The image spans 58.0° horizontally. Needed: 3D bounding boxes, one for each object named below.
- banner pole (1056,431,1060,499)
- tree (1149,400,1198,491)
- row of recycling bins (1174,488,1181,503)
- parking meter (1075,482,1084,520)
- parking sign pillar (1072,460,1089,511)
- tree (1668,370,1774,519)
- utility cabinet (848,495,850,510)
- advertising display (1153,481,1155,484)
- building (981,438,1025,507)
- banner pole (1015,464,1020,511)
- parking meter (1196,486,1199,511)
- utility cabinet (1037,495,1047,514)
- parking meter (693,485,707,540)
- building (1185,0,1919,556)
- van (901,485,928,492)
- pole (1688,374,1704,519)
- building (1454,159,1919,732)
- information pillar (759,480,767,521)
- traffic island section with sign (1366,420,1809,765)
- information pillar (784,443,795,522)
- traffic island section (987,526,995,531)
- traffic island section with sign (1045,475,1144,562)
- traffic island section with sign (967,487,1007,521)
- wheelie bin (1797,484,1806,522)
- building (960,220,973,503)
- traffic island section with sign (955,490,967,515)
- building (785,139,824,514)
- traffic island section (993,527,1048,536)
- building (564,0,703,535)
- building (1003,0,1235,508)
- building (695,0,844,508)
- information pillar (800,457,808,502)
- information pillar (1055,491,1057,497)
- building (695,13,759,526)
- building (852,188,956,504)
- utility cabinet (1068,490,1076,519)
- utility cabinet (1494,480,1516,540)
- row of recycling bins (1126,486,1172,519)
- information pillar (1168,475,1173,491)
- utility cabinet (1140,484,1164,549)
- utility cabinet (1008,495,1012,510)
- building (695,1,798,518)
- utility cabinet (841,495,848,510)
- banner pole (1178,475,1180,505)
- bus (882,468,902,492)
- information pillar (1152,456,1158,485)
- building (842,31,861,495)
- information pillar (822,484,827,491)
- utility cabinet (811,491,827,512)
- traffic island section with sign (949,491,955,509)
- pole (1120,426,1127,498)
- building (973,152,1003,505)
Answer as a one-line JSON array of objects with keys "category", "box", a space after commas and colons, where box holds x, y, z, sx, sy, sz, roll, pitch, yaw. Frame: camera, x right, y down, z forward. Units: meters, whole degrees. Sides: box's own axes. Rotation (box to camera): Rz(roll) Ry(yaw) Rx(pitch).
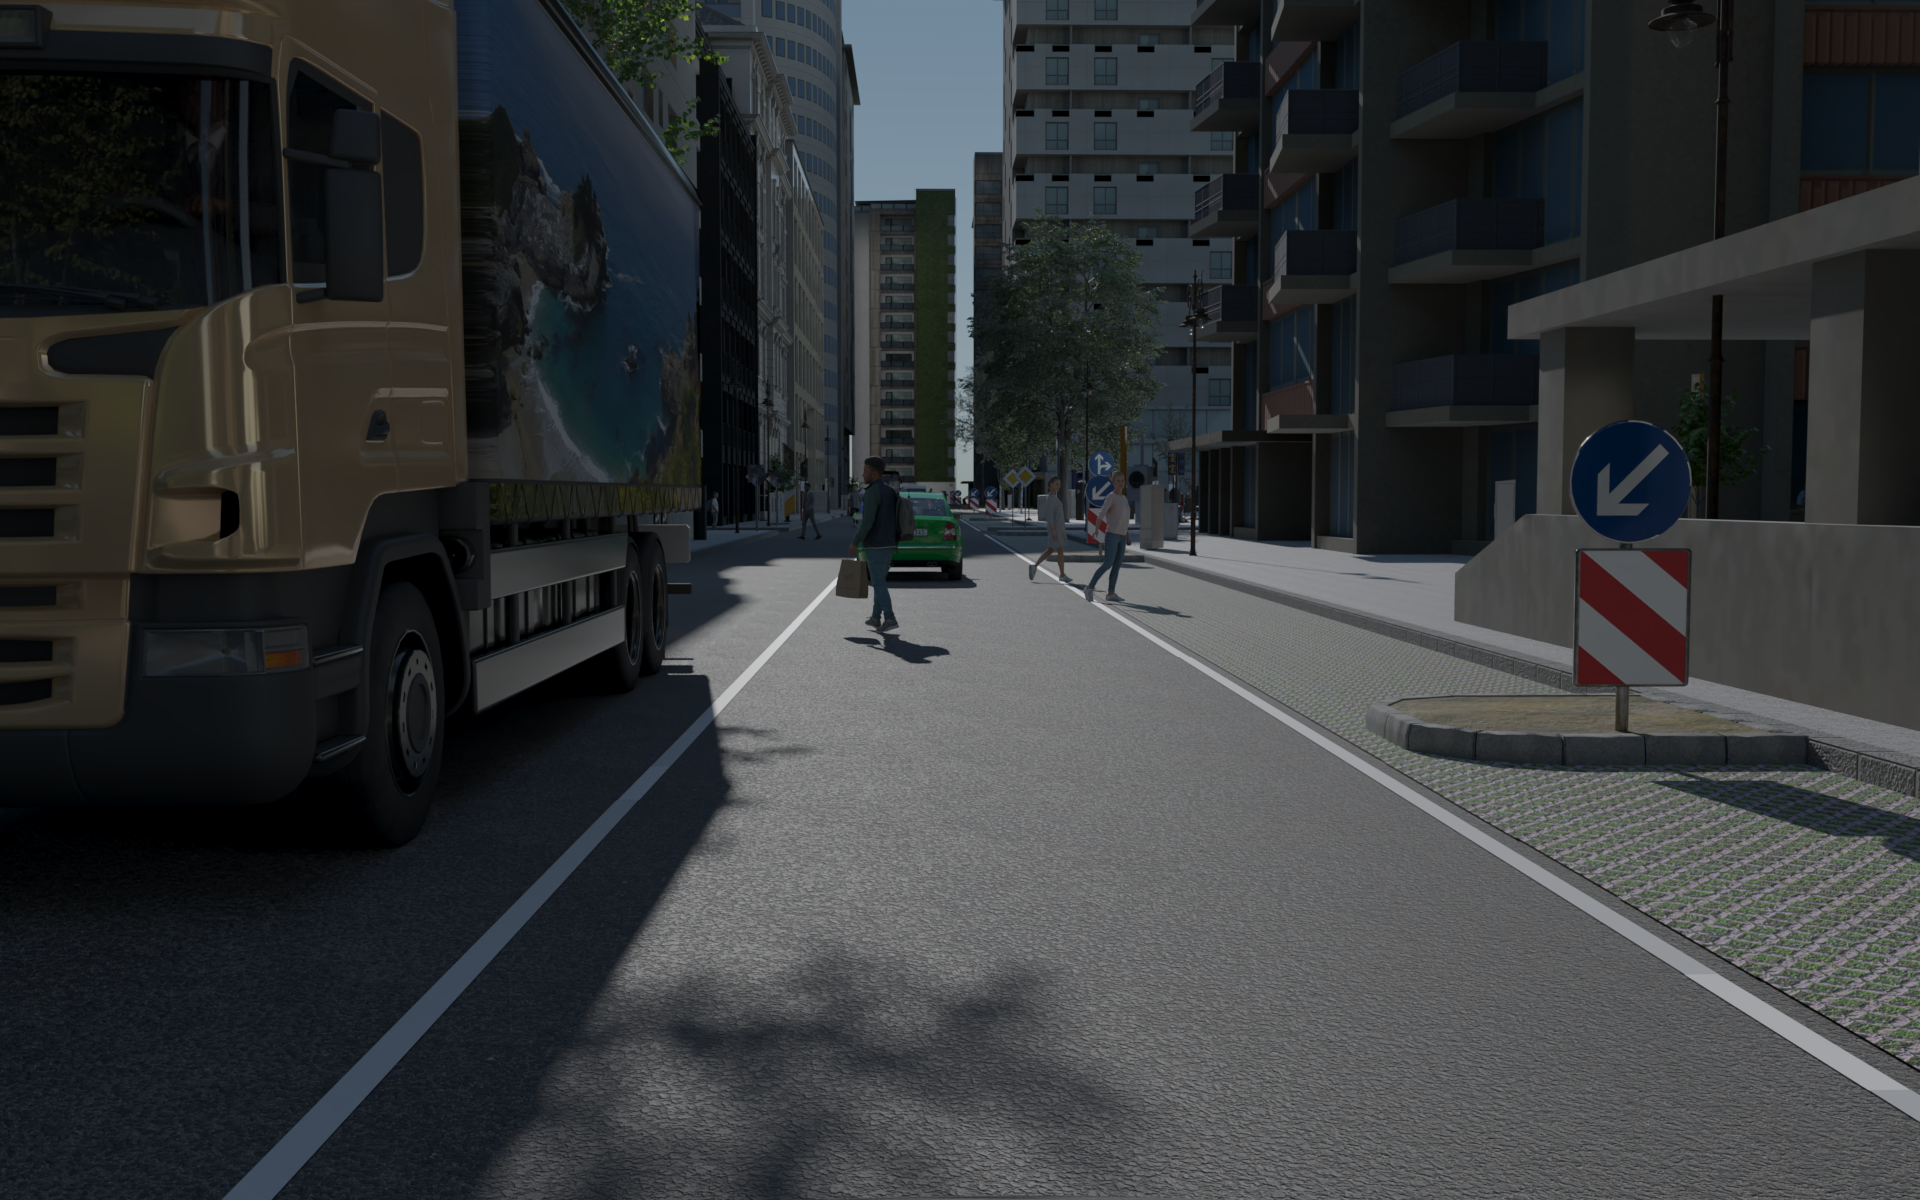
[{"category": "banner pole", "box": [3.844, -4.793, 68.379, 0.401, 3.779, 0.863, 1, 4, 12]}, {"category": "tree", "box": [16.642, -11.194, 133.382, 4.360, 8.622, 3.978, 0, 3, 0]}, {"category": "row of recycling bins", "box": [13.069, -6.655, 115.929, 3.534, 1.692, 1.069, 2, 4, 23]}, {"category": "parking meter", "box": [5.857, -4.829, 84.666, 0.399, 1.863, 0.255, 3, 4, 38]}, {"category": "parking sign pillar", "box": [9.080, -8.704, 130.786, 1.447, 3.967, 1.447, 0, 4, 0]}, {"category": "tree", "box": [11.408, -1.973, 26.863, 1.663, 3.219, 1.824, 0, 3, 0]}, {"category": "utility cabinet", "box": [-9.103, -7.995, 141.884, 0.306, 1.237, 1.020, 1, 4, 15]}, {"category": "advertising display", "box": [9.275, -4.866, 84.771, 0.123, 1.923, 0.974, 2, 4, 32]}, {"category": "building", "box": [13.958, -53.422, 186.113, 22.319, 86.520, 31.000, 0, 4, -1]}, {"category": "banner pole", "box": [4.310, -8.544, 129.718, 0.401, 3.779, 0.863, -2, 4, -28]}, {"category": "parking meter", "box": [16.795, -7.082, 121.502, 0.399, 1.863, 0.255, -1, 4, -10]}, {"category": "utility cabinet", "box": [5.334, -6.021, 109.609, 0.306, 1.237, 1.020, -3, 5, -41]}, {"category": "parking meter", "box": [-7.261, -2.442, 48.337, 0.372, 1.533, 0.369, 0, 3, 0]}, {"category": "building", "box": [17.824, -23.808, 43.879, 22.147, 44.769, 28.867, 0, 4, -1]}, {"category": "van", "box": [-2.260, -4.828, 85.956, 2.013, 2.044, 4.112, 0, 4, -1]}, {"category": "pole", "box": [12.535, -2.182, 29.516, 0.158, 3.312, 0.155, 0, 3, 0]}, {"category": "building", "box": [21.258, -19.440, 9.723, 32.217, 40.220, 23.993, 0, 4, -1]}, {"category": "information pillar", "box": [-9.371, -4.779, 82.631, 0.304, 2.012, 0.304, 2, 4, 27]}, {"category": "traffic island section with sign", "box": [3.463, -0.087, 10.044, 1.989, 1.847, 2.006, 0, 4, -1]}, {"category": "information pillar", "box": [-7.868, -5.405, 79.723, 0.504, 3.616, 0.183, -1, 4, -9]}, {"category": "traffic island section", "box": [2.092, -2.795, 67.975, 2.009, 0.180, 2.903, 0, 4, -1]}, {"category": "traffic island section with sign", "box": [2.828, -1.735, 36.991, 1.989, 1.847, 2.006, 0, 4, -1]}, {"category": "traffic island section with sign", "box": [1.515, -5.136, 92.596, 1.989, 1.847, 2.006, 0, 4, -1]}, {"category": "wheelie bin", "box": [14.506, -1.296, 29.092, 0.980, 1.594, 0.693, -1, 4, -16]}, {"category": "building", "box": [14.565, -35.703, 238.376, 28.867, 44.769, 22.147, 0, 4, -1]}, {"category": "traffic island section with sign", "box": [0.855, -6.824, 120.208, 1.989, 1.847, 2.006, 0, 4, -1]}, {"category": "building", "box": [-20.357, -19.585, 124.730, 19.350, 26.468, 34.151, 0, 4, -1]}, {"category": "traffic island section", "box": [2.280, -2.306, 59.992, 2.009, 0.180, 2.903, 0, 4, -1]}, {"category": "building", "box": [-22.658, -12.098, 42.843, 28.899, 21.520, 27.650, 0, 4, -1]}, {"category": "building", "box": [17.900, -34.789, 158.035, 28.713, 52.752, 27.495, 0, 4, -1]}, {"category": "building", "box": [-21.678, -37.529, 155.592, 21.231, 58.520, 28.212, 0, 4, -1]}, {"category": "information pillar", "box": [-9.945, -7.295, 110.627, 0.504, 3.616, 0.183, -1, 4, -20]}, {"category": "information pillar", "box": [4.969, -5.207, 89.627, 0.304, 2.012, 0.304, 3, 5, 44]}, {"category": "building", "box": [-15.792, -15.068, 76.045, 12.332, 23.373, 15.834, 0, 4, -1]}, {"category": "building", "box": [-7.617, -33.662, 233.960, 14.086, 41.232, 14.154, 0, 4, -1]}, {"category": "utility cabinet", "box": [5.890, -4.912, 88.998, 0.318, 1.500, 1.173, 2, 4, 32]}, {"category": "utility cabinet", "box": [8.488, -1.122, 27.028, 0.318, 1.500, 1.173, 1, 4, 18]}, {"category": "row of recycling bins", "box": [9.007, -5.016, 89.121, 3.534, 1.692, 1.069, -1, 4, -12]}, {"category": "information pillar", "box": [17.294, -9.238, 142.391, 0.183, 3.616, 0.504, 3, 5, 41]}, {"category": "utility cabinet", "box": [4.454, -1.931, 40.254, 0.318, 1.500, 1.173, 1, 4, 20]}, {"category": "utility cabinet", "box": [4.051, -7.962, 141.343, 0.306, 1.237, 1.020, 0, 4, 0]}, {"category": "building", "box": [-16.572, -18.847, 95.531, 14.401, 28.519, 23.554, 0, 4, -1]}, {"category": "utility cabinet", "box": [-9.488, -7.919, 140.642, 0.306, 1.237, 1.020, 0, 4, -1]}, {"category": "banner pole", "box": [13.773, -7.265, 108.802, 0.401, 3.779, 0.863, 1, 4, 17]}, {"category": "bus", "box": [-7.005, -10.659, 165.823, 2.896, 3.916, 12.252, 0, 4, -2]}, {"category": "information pillar", "box": [12.122, -7.110, 107.609, 0.183, 3.616, 0.504, -3, 4, -37]}, {"category": "building", "box": [-25.794, -37.520, 202.687, 27.495, 52.752, 28.713, 0, 4, -1]}, {"category": "information pillar", "box": [-10.070, -7.613, 128.968, 0.304, 2.012, 0.304, 2, 4, 31]}, {"category": "utility cabinet", "box": [-9.640, -6.744, 118.941, 1.173, 1.500, 0.318, 0, 4, 2]}, {"category": "traffic island section with sign", "box": [-0.296, -9.852, 169.701, 1.989, 1.847, 2.006, 0, 4, -1]}, {"category": "pole", "box": [4.906, -3.558, 52.019, 0.158, 3.312, 0.155, 0, 3, 0]}, {"category": "building", "box": [8.576, -32.188, 209.876, 14.154, 41.232, 14.086, 0, 4, -1]}]
